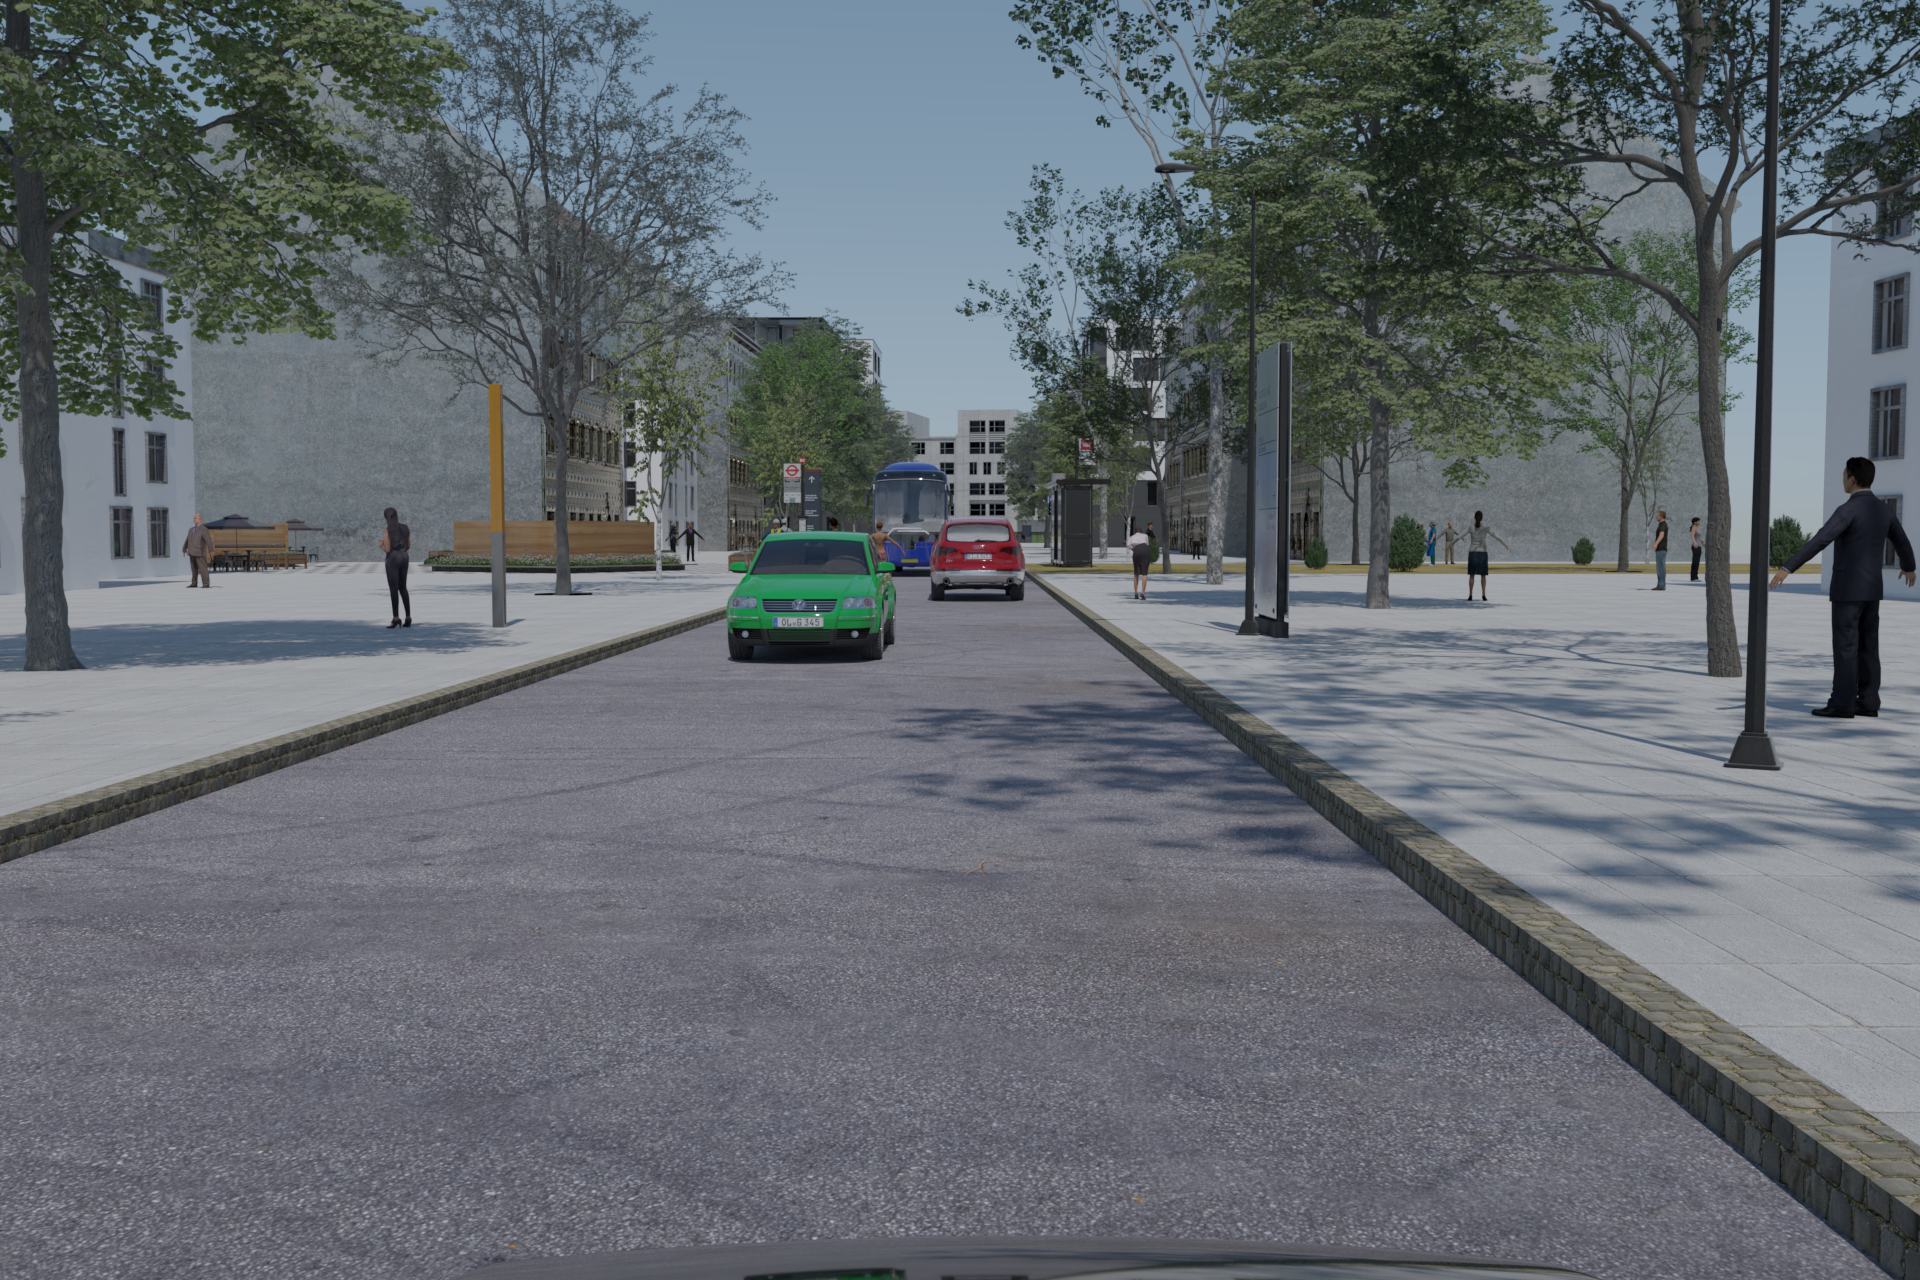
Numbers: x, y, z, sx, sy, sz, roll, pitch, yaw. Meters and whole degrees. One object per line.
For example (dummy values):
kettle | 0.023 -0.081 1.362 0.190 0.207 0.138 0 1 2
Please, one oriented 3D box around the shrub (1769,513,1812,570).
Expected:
shrub | 29.148 -3.471 61.172 1.690 2.028 1.600 0 3 0

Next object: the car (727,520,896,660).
car | -1.742 -0.756 21.156 1.959 1.807 4.718 0 4 0

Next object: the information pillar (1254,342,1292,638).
information pillar | 3.971 -1.878 22.018 0.184 3.620 1.656 0 4 1

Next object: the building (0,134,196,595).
building | -24.555 -6.000 40.254 9.099 9.664 28.070 0 4 0

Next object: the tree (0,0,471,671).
tree | -8.442 -5.963 15.627 7.486 12.596 7.792 0 3 0

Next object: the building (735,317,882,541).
building | -23.071 -20.530 179.632 27.936 21.610 32.646 0 4 1

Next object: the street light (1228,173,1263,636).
street light | 4.215 -3.013 21.807 1.470 5.913 1.316 0 4 0

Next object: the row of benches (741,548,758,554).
row of benches | -7.813 -3.551 73.529 1.422 0.672 4.104 -3 5 -44

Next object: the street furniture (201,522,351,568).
street furniture | -30.571 -3.822 69.338 11.010 1.723 9.812 -2 4 -25

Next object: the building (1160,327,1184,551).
building | 25.913 -18.393 131.650 19.493 23.208 18.063 0 4 0

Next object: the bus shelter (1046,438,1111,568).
bus shelter | 4.646 -5.648 69.968 2.179 5.291 8.768 0 4 -1

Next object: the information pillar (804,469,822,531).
information pillar | -5.893 -4.898 69.464 0.750 3.857 0.750 0 4 2

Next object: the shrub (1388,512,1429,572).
shrub | 14.985 -3.310 58.535 1.690 2.028 1.600 0 3 0

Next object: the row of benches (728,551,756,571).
row of benches | -7.711 -2.808 61.370 1.422 0.672 4.104 0 4 -2

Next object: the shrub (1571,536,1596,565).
shrub | 25.547 -3.661 70.978 1.383 1.207 1.383 0 3 0

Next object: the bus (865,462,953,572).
bus | -1.650 -4.366 62.928 2.896 3.916 12.251 0 4 0

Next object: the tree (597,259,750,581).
tree | -8.121 -5.937 47.436 4.737 8.622 4.395 0 3 0

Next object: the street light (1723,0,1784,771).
street light | 4.922 -2.252 9.363 1.470 5.913 1.316 0 4 1

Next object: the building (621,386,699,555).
building | -21.426 -10.399 112.173 9.099 9.664 28.070 0 4 0

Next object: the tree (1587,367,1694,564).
tree | 29.650 -7.563 74.012 4.360 8.622 3.978 0 3 0

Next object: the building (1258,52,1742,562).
building | 26.046 -15.753 88.486 19.493 23.208 18.063 0 4 1

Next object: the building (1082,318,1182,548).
building | 26.413 -20.554 180.035 27.936 21.610 32.646 0 4 1

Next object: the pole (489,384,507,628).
pole | -6.325 -1.826 23.694 0.158 3.312 0.155 0 3 0

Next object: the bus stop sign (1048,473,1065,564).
bus stop sign | 4.251 -5.268 75.140 0.837 3.901 0.837 0 4 0

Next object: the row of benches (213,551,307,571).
row of benches | -25.004 -2.856 62.162 1.422 0.672 4.104 1 4 21

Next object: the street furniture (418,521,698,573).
street furniture | -14.121 -3.207 59.286 11.010 1.723 9.812 2 4 31

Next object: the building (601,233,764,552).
building | -25.901 -18.599 135.016 19.493 23.208 18.063 0 4 1

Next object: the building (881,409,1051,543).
building | 1.139 -23.493 253.026 31.486 18.905 16.747 1 4 10

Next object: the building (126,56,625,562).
building | -27.984 -15.644 86.710 19.493 23.208 18.063 0 4 0

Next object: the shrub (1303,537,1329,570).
shrub | 12.888 -3.151 62.639 1.383 1.207 1.383 0 3 0

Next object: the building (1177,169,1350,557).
building | 23.989 -16.868 106.727 19.493 23.208 18.063 0 4 1

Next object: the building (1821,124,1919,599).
building | 23.316 -5.014 24.127 9.099 9.664 28.070 0 4 1

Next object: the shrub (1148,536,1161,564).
shrub | 8.126 -3.860 74.222 1.383 1.207 1.383 0 3 0

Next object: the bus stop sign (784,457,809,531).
bus stop sign | -5.656 -4.355 59.902 0.855 3.939 0.416 0 4 2

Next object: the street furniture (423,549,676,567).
street furniture | -16.239 -3.336 70.171 10.072 0.657 5.734 0 4 1

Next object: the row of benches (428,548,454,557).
row of benches | -21.125 -3.647 75.095 1.422 0.672 4.104 3 4 38

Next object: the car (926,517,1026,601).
car | 0.366 -1.845 38.840 2.281 1.827 5.304 0 4 0

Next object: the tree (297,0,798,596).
tree | -8.383 -7.683 35.994 12.009 13.543 11.850 0 3 0
